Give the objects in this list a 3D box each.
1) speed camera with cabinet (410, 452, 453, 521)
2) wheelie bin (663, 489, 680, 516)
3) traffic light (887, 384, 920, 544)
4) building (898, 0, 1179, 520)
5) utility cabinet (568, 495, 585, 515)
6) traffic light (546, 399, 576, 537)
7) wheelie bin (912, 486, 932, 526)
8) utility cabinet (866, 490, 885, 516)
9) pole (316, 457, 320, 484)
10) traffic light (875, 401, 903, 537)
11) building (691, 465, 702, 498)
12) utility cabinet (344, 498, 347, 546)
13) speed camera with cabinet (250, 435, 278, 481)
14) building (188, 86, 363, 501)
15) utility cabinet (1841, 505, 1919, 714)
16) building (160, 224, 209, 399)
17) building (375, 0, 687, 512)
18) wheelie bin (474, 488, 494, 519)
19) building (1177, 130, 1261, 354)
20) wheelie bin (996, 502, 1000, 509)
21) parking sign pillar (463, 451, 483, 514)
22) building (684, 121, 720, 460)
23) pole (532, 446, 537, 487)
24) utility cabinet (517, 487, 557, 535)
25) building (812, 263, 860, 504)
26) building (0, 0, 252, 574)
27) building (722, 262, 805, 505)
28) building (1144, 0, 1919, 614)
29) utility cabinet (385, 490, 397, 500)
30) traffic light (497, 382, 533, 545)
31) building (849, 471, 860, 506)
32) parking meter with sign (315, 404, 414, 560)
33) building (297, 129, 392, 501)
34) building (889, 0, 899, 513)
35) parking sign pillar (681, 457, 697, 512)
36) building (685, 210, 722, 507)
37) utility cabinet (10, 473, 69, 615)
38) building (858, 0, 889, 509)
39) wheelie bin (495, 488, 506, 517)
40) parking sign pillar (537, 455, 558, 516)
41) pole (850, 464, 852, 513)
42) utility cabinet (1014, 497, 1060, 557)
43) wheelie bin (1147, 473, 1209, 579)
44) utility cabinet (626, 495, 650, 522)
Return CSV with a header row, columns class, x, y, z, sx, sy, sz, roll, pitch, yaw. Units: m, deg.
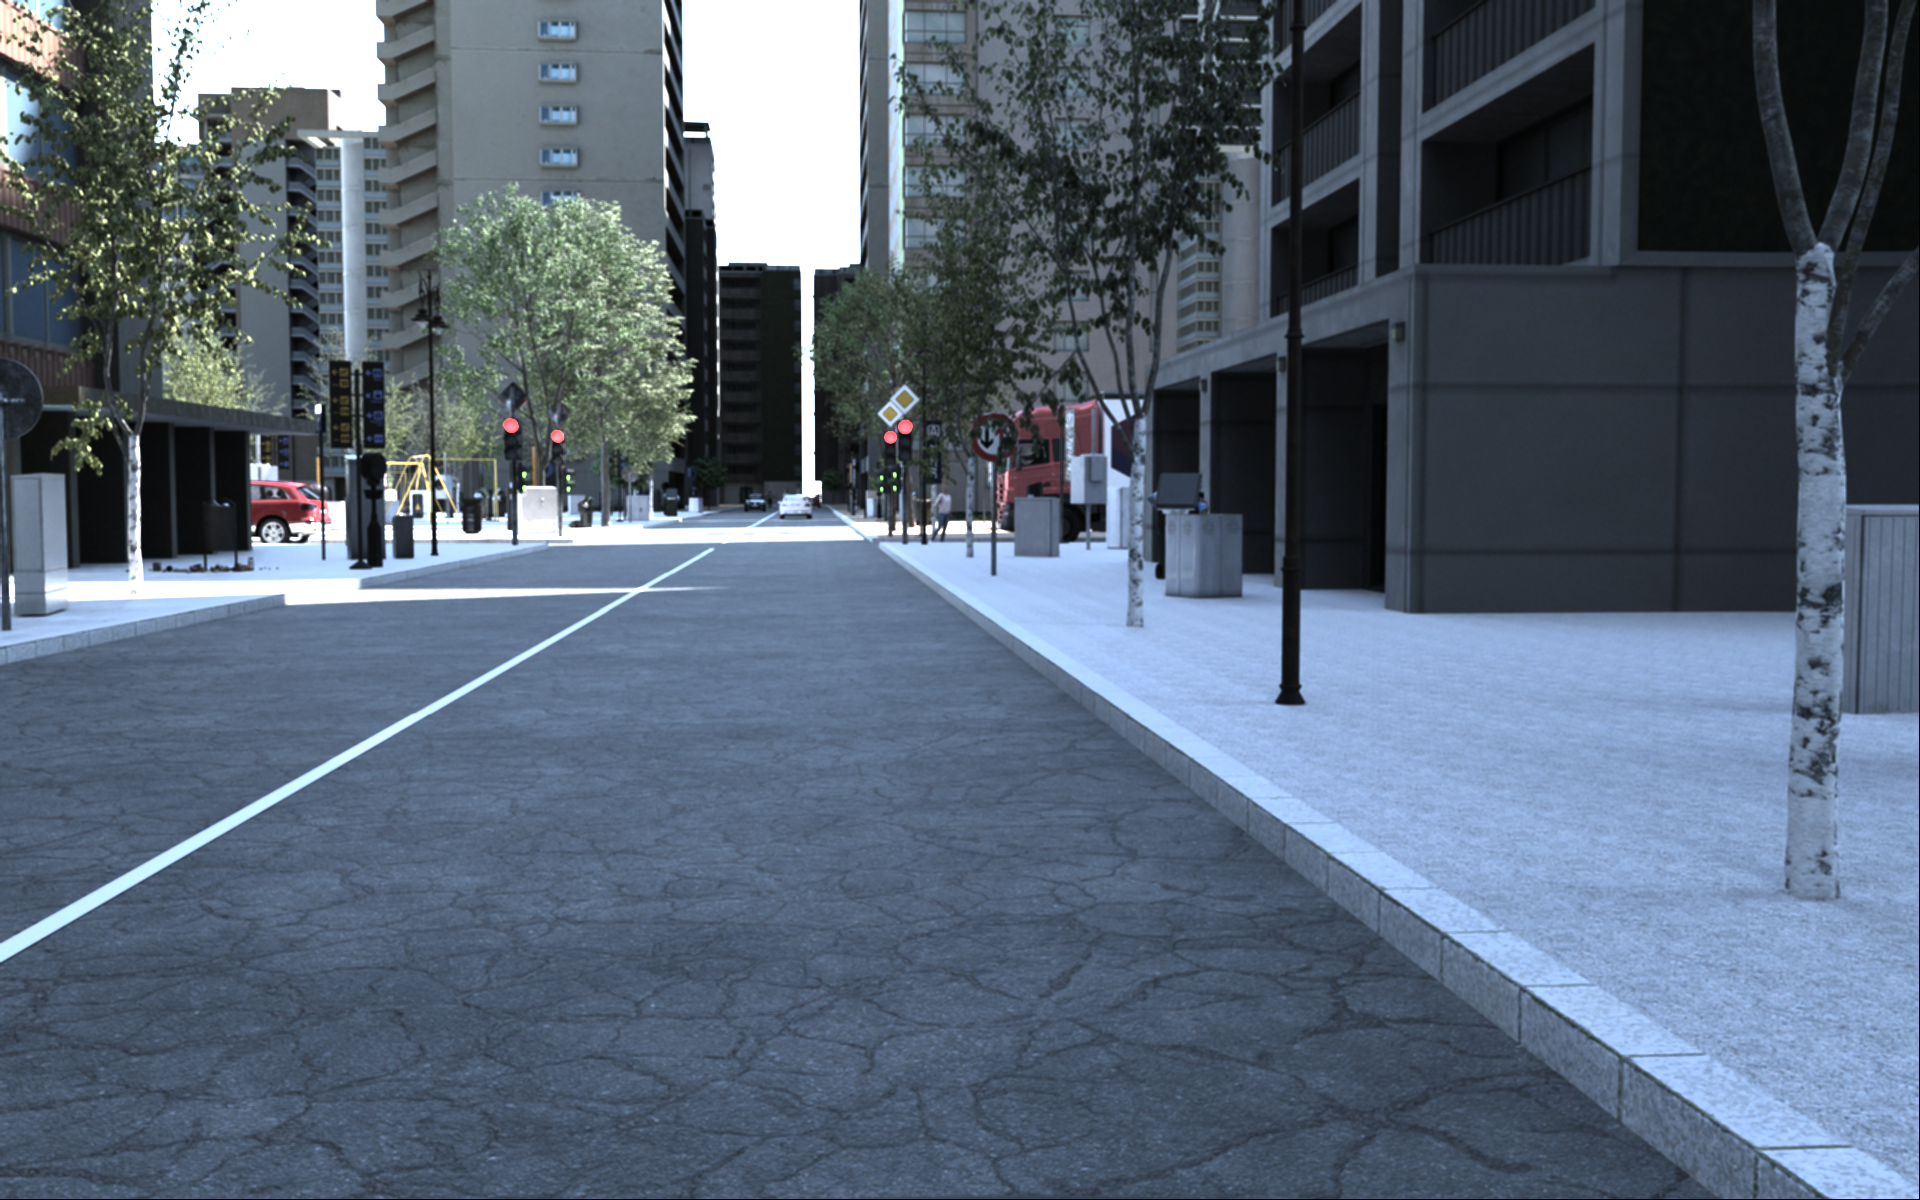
class,x,y,z,sx,sy,sz,roll,pitch,yaw
speed camera with cabinet,-24.956,-5.344,81.713,2.038,3.252,0.660,1,4,20
wheelie bin,-16.573,-5.599,99.452,0.980,1.594,0.693,0,4,-5
traffic light,-1.428,-3.382,44.220,0.839,4.253,0.868,0,4,-5
building,3.615,-25.055,93.245,14.154,41.232,14.086,0,4,-5
utility cabinet,-23.451,-5.798,105.952,1.020,1.237,0.306,-3,5,-42
traffic light,-11.845,-3.816,51.316,0.839,4.253,0.868,0,4,-5
wheelie bin,-1.525,-3.802,70.063,0.980,1.594,0.693,-1,4,-10
utility cabinet,-4.822,-5.577,99.862,1.173,1.500,0.318,-1,4,-20
pole,-35.379,-6.219,95.530,0.158,3.312,0.155,0,3,0
traffic light,-2.122,-3.869,52.176,0.839,4.253,0.868,0,4,-5
building,-34.009,-43.866,155.458,20.563,71.187,20.611,0,4,-5
utility cabinet,-15.035,-1.970,43.364,0.306,1.237,1.020,0,4,8
speed camera with cabinet,-20.947,-3.599,53.187,2.038,3.252,0.660,2,4,34
building,-73.273,-32.867,187.491,14.200,45.320,14.600,0,4,-5
utility cabinet,5.691,0.054,10.276,1.020,1.237,0.306,-1,4,-12
building,-87.430,-25.423,187.367,14.107,30.474,14.160,0,4,-5
building,-32.944,-31.278,135.096,21.300,48.544,21.600,0,4,-5
wheelie bin,-24.278,-4.903,88.071,0.693,1.594,0.980,0,4,5
building,34.851,-30.365,188.344,23.993,40.220,32.217,0,4,-5
wheelie bin,1.856,-3.972,72.848,0.693,1.594,0.980,1,4,13
parking sign pillar,-30.915,-7.431,109.972,1.447,3.967,1.447,2,4,24
building,-33.872,-31.076,191.692,14.086,41.232,14.154,0,4,-5
pole,-18.093,-4.882,73.669,0.158,3.312,0.155,0,3,0
utility cabinet,-13.036,-2.739,53.461,1.173,1.500,0.318,-3,4,-39
building,-11.681,-27.395,219.613,14.107,30.474,14.160,0,4,-5
building,-28.743,-22.884,28.776,28.867,44.769,22.147,0,4,-5
building,-26.753,-27.321,218.395,14.107,30.474,14.160,0,4,-5
building,14.591,-35.691,21.797,20.563,71.187,20.611,0,4,-5
utility cabinet,-29.529,-4.946,89.544,0.318,1.500,1.173,0,4,6
traffic light,-11.152,-3.330,43.361,0.839,4.253,0.868,0,4,-5
building,-1.824,-45.980,190.031,20.563,71.187,20.611,0,4,-5
parking meter with sign,-11.734,-2.321,34.210,1.738,3.016,0.543,-2,4,-31
building,-52.398,-29.923,181.122,23.993,40.220,32.217,0,4,-5
building,2.503,-28.446,115.209,14.600,45.320,14.200,0,4,-5
parking sign pillar,-19.571,-8.400,125.814,1.447,3.967,1.447,1,4,14
building,-31.784,-24.623,174.286,14.160,30.474,14.107,0,4,-5
utility cabinet,-9.893,-0.607,18.610,0.318,1.500,1.173,-1,4,-17
building,2.898,-31.499,138.713,21.300,48.544,21.600,0,4,-5
wheelie bin,-25.552,-5.390,96.039,0.693,1.594,0.980,-2,4,-35
parking sign pillar,-24.285,-6.894,101.192,1.447,3.967,1.447,-2,4,-24
pole,-7.265,-7.458,115.787,0.158,3.312,0.155,0,3,0
utility cabinet,1.585,-1.498,35.661,1.020,1.237,0.306,3,5,44
wheelie bin,3.315,-1.122,26.250,0.980,1.594,0.693,1,4,21
utility cabinet,-15.074,-4.276,81.072,1.020,1.237,0.306,0,4,8
